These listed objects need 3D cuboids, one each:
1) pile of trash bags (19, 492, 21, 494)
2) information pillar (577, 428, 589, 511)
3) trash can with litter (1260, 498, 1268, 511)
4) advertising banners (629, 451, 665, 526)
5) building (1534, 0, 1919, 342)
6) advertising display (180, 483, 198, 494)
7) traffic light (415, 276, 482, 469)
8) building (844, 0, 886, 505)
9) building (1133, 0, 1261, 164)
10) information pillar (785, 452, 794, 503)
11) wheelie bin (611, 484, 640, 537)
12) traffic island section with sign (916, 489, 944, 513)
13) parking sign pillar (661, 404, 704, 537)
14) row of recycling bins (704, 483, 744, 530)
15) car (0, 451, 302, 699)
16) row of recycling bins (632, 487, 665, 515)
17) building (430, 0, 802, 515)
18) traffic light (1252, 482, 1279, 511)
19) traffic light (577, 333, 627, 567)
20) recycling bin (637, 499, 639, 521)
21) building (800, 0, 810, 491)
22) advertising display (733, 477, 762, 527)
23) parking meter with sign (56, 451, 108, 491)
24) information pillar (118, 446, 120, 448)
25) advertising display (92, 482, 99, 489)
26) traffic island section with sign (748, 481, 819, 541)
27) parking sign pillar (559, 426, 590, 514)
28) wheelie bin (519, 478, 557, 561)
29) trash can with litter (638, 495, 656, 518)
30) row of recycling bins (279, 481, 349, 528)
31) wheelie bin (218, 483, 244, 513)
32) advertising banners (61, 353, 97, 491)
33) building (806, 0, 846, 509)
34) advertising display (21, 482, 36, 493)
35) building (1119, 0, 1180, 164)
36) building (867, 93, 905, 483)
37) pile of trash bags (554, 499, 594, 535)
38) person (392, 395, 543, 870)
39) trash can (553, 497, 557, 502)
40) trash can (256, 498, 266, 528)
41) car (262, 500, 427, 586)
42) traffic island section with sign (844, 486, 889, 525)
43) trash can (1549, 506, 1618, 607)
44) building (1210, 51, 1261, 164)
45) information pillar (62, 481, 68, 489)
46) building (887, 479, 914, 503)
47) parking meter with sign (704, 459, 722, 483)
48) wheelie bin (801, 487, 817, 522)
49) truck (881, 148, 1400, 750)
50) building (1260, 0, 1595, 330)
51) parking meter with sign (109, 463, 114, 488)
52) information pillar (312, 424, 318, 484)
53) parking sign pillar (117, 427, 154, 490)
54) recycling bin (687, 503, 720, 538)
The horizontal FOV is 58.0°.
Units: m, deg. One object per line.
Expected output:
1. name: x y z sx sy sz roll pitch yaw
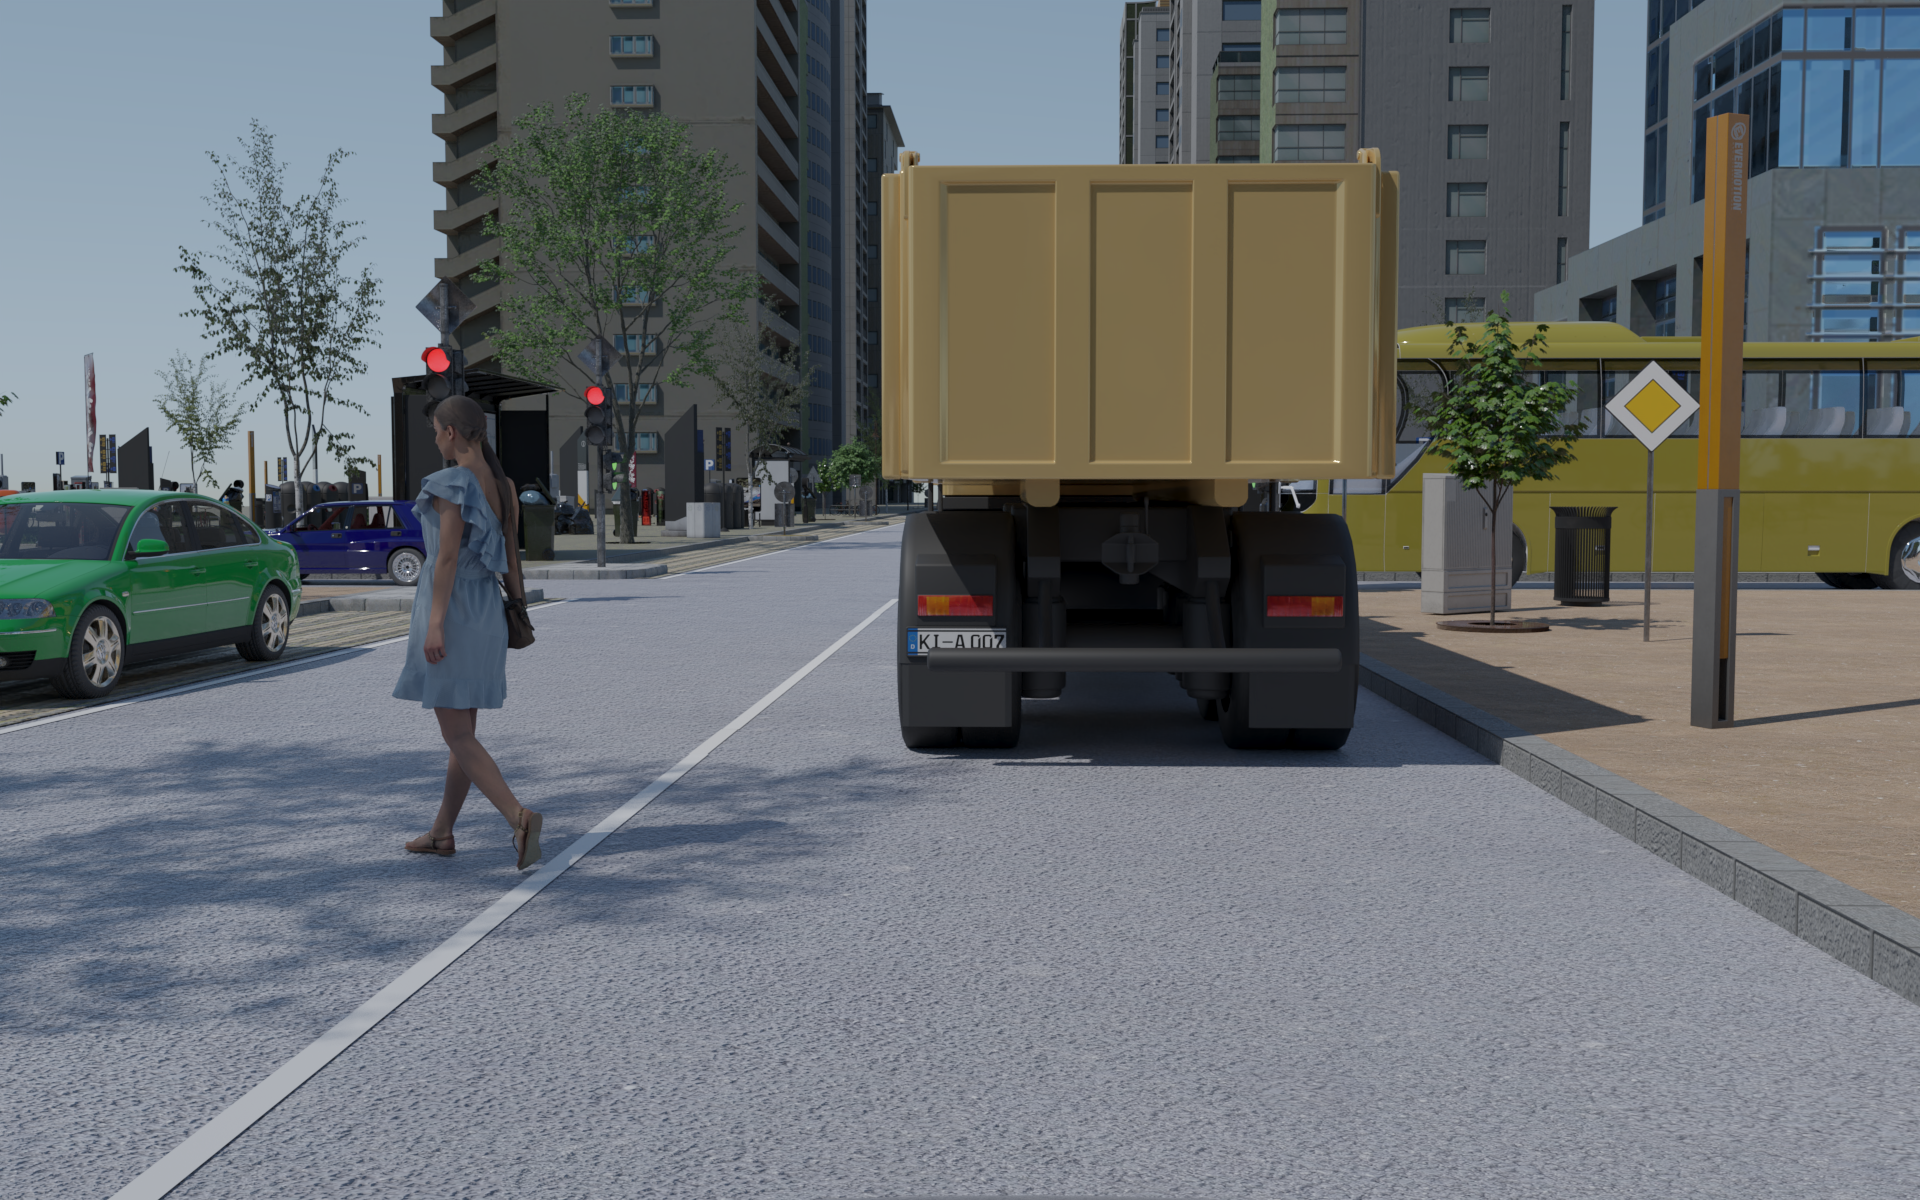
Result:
1. pile of trash bags: -18.717 -1.660 36.895 3.447 1.369 1.912 -1 4 -13
2. information pillar: -13.419 -4.303 61.713 0.504 3.616 0.183 3 4 38
3. trash can with litter: 5.942 -1.298 32.277 1.678 1.210 2.233 2 4 27
4. advertising banners: -12.669 -4.515 70.002 2.074 3.025 0.090 2 4 29
5. building: 32.003 -44.643 42.584 31.000 86.520 22.319 0 4 2
6. advertising display: -45.363 -5.914 101.901 0.974 1.923 0.123 -1 4 -13
7. traffic light: -6.599 -2.043 22.321 0.839 4.253 0.868 0 4 2
8. building: -19.505 -47.061 207.704 20.563 71.187 20.611 0 4 2
9. building: 31.663 -41.003 212.397 21.231 58.520 28.212 0 4 2
10. information pillar: -9.476 -6.408 96.126 0.504 3.616 0.183 0 4 7
11. wheelie bin: -10.032 -2.697 52.007 0.693 1.594 0.980 -3 5 -39
12. traffic island section with sign: -2.305 -7.436 130.201 1.989 1.847 2.006 0 4 2
13. parking sign pillar: -8.342 -3.912 52.426 1.447 3.967 1.447 3 4 38
14. row of recycling bins: -8.646 -3.444 63.428 1.069 1.692 3.534 1 4 8
15. car: -6.800 -0.287 13.486 1.959 1.807 4.718 0 4 2
16. row of recycling bins: -18.647 -6.006 105.305 3.534 1.692 1.069 1 4 19
17. building: -22.698 -30.129 116.313 21.300 48.544 21.600 0 4 2
18. traffic light: 3.954 -2.018 21.913 0.839 4.253 0.868 0 4 2
19. traffic light: -6.278 -2.531 30.299 0.839 4.253 0.868 0 4 2
20. recycling bin: -15.760 -4.270 82.366 0.722 1.027 0.722 -3 4 -38
21. building: -19.657 -27.636 135.448 14.154 41.232 14.086 0 4 2
22. advertising display: -8.201 -3.795 67.264 0.974 1.923 0.123 0 4 2
23. parking meter with sign: -36.040 -4.574 71.047 1.738 3.016 0.543 0 4 -1
24. information pillar: -40.519 -5.664 83.958 0.504 3.616 0.183 0 4 -3
25. advertising display: -45.991 -5.311 92.042 0.123 1.923 0.974 0 4 -6
26. traffic island section with sign: -5.395 -2.728 53.234 1.989 1.847 2.006 0 4 2
27. parking sign pillar: -15.410 -4.938 69.212 1.447 3.967 1.447 3 4 37
28. wheelie bin: -8.120 -1.557 33.365 0.693 1.594 0.980 -1 4 -13
29. trash can with litter: -16.615 -5.264 97.118 2.233 1.210 1.678 2 4 30
30. row of recycling bins: -20.702 -2.972 55.697 1.069 1.692 3.534 1 4 13
31. wheelie bin: -20.593 -2.511 48.957 0.693 1.594 0.980 -2 4 -23
32. advertising banners: -11.338 -1.597 22.302 0.090 3.025 2.074 -3 4 -37
33. building: -22.352 -37.604 156.830 21.231 58.520 28.212 0 4 2
34. advertising display: -48.547 -5.203 90.286 0.123 1.923 0.974 0 4 7
35. building: 31.584 -49.763 251.870 20.563 71.187 20.611 0 4 2
36. building: -22.480 -39.338 232.414 28.713 52.752 27.495 0 4 2
37. pile of trash bags: -13.350 -2.732 54.417 3.447 1.369 1.912 -2 4 -32
38. person: -1.875 0.113 6.747 0.778 1.811 0.616 2 4 32
39. trash can: -17.514 -3.866 74.860 0.748 1.137 0.748 0 3 0
40. trash can: -26.319 -3.295 65.522 0.748 1.137 0.748 0 3 0
41. car: -9.833 -0.926 27.727 3.894 1.354 1.945 0 4 3
42. traffic island section with sign: -4.319 -4.376 80.168 1.989 1.847 2.006 0 4 2
43. trash can: 7.141 -0.503 19.873 0.748 1.137 0.748 0 3 0
44. building: 23.576 -21.094 116.581 14.160 30.474 14.107 0 4 2
45. information pillar: -48.636 -5.477 94.048 0.304 2.012 0.304 1 4 23
46. building: -14.226 -29.483 253.745 14.160 30.474 14.107 0 4 2
47. parking meter with sign: -12.375 -5.598 87.784 0.543 3.016 1.738 1 4 13
48. wheelie bin: -6.943 -4.370 79.357 0.693 1.594 0.980 -1 4 -15
49. truck: 1.021 -1.065 13.345 3.469 3.379 9.791 0 4 2
50. building: 21.236 -24.428 82.987 14.154 41.232 14.086 0 4 2
51. parking meter with sign: -47.927 -6.197 97.578 0.543 3.016 1.738 -1 4 -18
52. information pillar: -21.587 -4.076 57.995 0.183 3.616 0.504 -2 4 -31
53. parking sign pillar: -33.234 -4.978 69.856 1.447 3.967 1.447 0 4 5
54. recycling bin: -7.489 -2.326 50.582 0.722 1.027 0.722 2 4 35
